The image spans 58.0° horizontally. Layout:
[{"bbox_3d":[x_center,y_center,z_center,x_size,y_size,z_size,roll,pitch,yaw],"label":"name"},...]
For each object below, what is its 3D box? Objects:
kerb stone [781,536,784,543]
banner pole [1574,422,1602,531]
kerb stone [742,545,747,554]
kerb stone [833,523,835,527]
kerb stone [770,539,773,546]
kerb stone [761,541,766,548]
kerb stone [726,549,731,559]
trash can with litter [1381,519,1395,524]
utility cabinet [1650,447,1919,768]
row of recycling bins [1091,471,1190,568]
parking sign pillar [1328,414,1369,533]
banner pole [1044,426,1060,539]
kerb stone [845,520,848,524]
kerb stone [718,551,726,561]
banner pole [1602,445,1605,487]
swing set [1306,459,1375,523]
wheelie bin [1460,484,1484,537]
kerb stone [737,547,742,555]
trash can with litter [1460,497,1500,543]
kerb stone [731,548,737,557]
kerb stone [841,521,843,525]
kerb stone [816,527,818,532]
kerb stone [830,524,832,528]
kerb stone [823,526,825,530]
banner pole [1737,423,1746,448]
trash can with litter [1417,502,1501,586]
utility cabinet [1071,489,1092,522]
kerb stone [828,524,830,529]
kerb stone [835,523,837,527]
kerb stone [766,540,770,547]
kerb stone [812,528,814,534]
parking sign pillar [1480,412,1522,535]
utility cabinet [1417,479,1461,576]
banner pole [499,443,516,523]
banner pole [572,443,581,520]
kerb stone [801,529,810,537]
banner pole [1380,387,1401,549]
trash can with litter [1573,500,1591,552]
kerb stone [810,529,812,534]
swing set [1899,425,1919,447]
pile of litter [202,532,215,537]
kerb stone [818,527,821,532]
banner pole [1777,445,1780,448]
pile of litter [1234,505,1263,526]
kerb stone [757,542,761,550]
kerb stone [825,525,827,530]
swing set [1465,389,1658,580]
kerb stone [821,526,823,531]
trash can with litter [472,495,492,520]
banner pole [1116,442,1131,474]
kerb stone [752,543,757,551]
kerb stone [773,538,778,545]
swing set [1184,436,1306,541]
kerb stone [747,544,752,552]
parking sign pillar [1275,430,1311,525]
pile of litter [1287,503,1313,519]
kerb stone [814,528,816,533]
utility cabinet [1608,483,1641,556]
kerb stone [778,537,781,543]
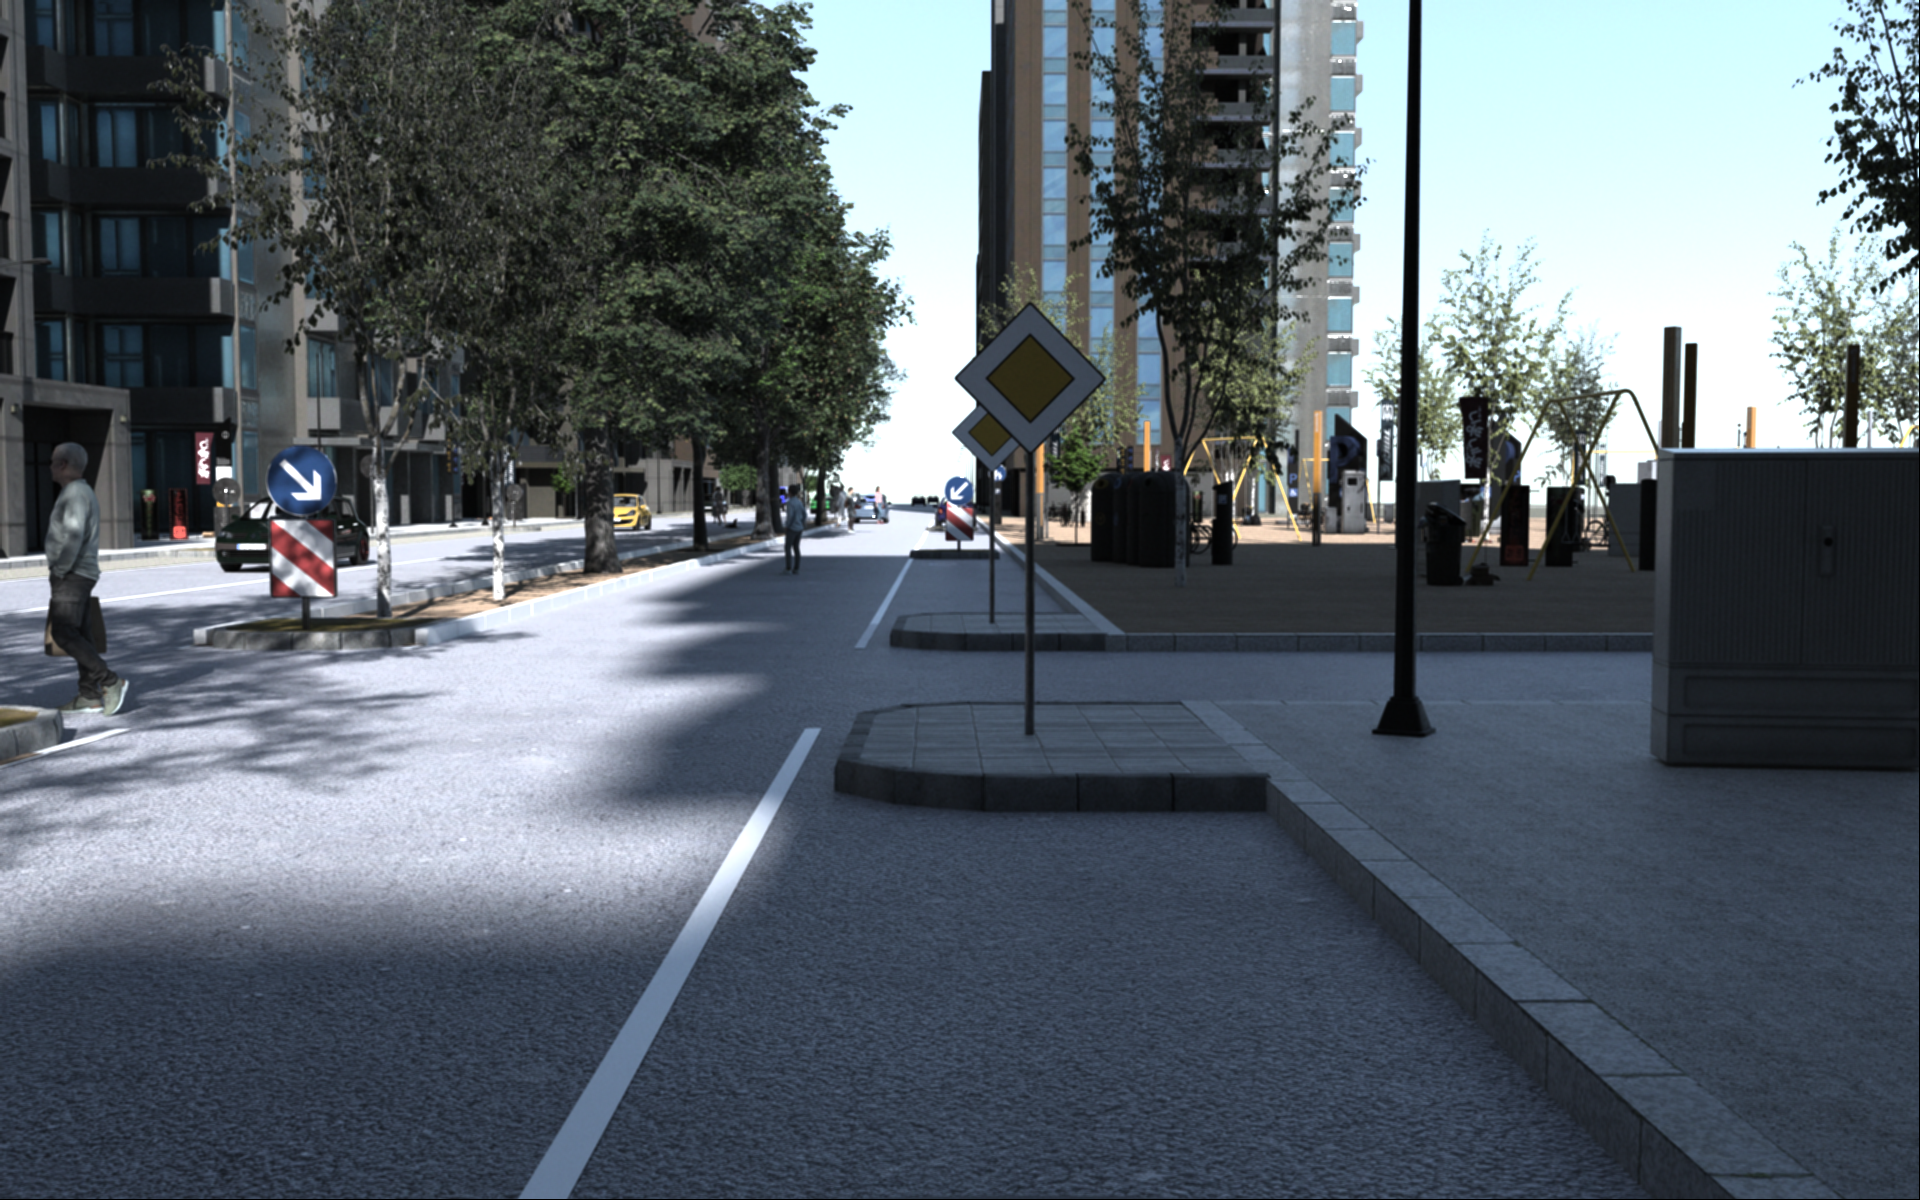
[{"bbox_3d":[-5.331,-1.742,50.706,0.120,0.150,1.000,0,4,0],"label":"kerb stone"},{"bbox_3d":[21.732,-4.301,60.336,0.401,3.779,0.863,-2,4,-35],"label":"banner pole"},{"bbox_3d":[-5.269,-1.174,41.471,0.120,0.150,1.000,0,4,0],"label":"kerb stone"},{"bbox_3d":[-5.479,-3.123,73.281,0.120,0.150,1.000,0,4,0],"label":"kerb stone"},{"bbox_3d":[-5.313,-1.550,47.632,0.120,0.150,1.000,0,4,0],"label":"kerb stone"},{"bbox_3d":[-5.294,-1.430,45.575,0.120,0.150,1.000,0,4,0],"label":"kerb stone"},{"bbox_3d":[-5.251,-0.990,38.405,0.120,0.150,1.000,0,4,0],"label":"kerb stone"},{"bbox_3d":[18.647,-3.858,74.133,1.678,1.210,2.233,1,4,21],"label":"trash can with litter"},{"bbox_3d":[3.913,0.033,8.138,1.173,1.500,0.318,0,4,8],"label":"utility cabinet"},{"bbox_3d":[3.307,-1.508,31.766,1.069,1.692,3.534,-1,4,-14],"label":"row of recycling bins"},{"bbox_3d":[12.914,-4.233,57.681,1.447,3.967,1.447,-3,4,-37],"label":"parking sign pillar"},{"bbox_3d":[2.609,-3.620,49.204,0.401,3.779,0.863,-2,4,-33],"label":"banner pole"},{"bbox_3d":[-5.561,-3.748,83.542,0.120,0.150,1.000,0,4,0],"label":"kerb stone"},{"bbox_3d":[-5.241,-0.924,37.383,0.120,0.150,1.000,0,4,0],"label":"kerb stone"},{"bbox_3d":[28.373,-5.308,76.808,0.863,3.779,0.401,-3,4,-39],"label":"banner pole"},{"bbox_3d":[16.584,-4.896,77.662,3.119,2.851,2.862,-1,4,-12],"label":"swing set"},{"bbox_3d":[15.291,-2.691,51.900,0.980,1.594,0.693,0,3,0],"label":"wheelie bin"},{"bbox_3d":[-5.265,-1.114,40.449,0.120,0.150,1.000,0,4,0],"label":"kerb stone"},{"bbox_3d":[13.650,-2.116,45.656,2.233,1.210,1.678,0,4,-7],"label":"trash can with litter"},{"bbox_3d":[-5.259,-1.054,39.427,0.120,0.150,1.000,0,4,0],"label":"kerb stone"},{"bbox_3d":[-5.510,-3.436,78.411,0.120,0.150,1.000,0,4,0],"label":"kerb stone"},{"bbox_3d":[-5.429,-2.558,64.022,0.120,0.150,1.000,0,4,0],"label":"kerb stone"},{"bbox_3d":[-5.470,-2.994,71.224,0.120,0.150,1.000,0,4,0],"label":"kerb stone"},{"bbox_3d":[-5.443,-2.747,67.112,0.120,0.150,1.000,0,4,0],"label":"kerb stone"},{"bbox_3d":[27.787,-4.365,61.383,0.863,3.779,0.401,0,4,-7],"label":"banner pole"},{"bbox_3d":[7.030,-0.797,24.422,1.055,1.170,0.624,0,4,-8],"label":"trash can with litter"},{"bbox_3d":[5.575,-4.324,79.374,0.318,1.500,1.173,-3,4,-36],"label":"utility cabinet"},{"bbox_3d":[-5.457,-2.936,70.199,0.120,0.150,1.000,0,4,0],"label":"kerb stone"},{"bbox_3d":[-5.491,-3.182,74.306,0.120,0.150,1.000,0,4,0],"label":"kerb stone"},{"bbox_3d":[-5.300,-1.493,46.608,0.120,0.150,1.000,0,4,0],"label":"kerb stone"},{"bbox_3d":[-5.404,-2.433,61.967,0.120,0.150,1.000,0,4,0],"label":"kerb stone"},{"bbox_3d":[16.974,-4.080,55.186,1.447,3.967,1.447,2,4,35],"label":"parking sign pillar"},{"bbox_3d":[7.328,-1.099,26.642,0.318,1.500,1.173,0,4,-4],"label":"utility cabinet"},{"bbox_3d":[-19.814,-5.255,75.928,0.401,3.779,0.863,3,5,42],"label":"banner pole"},{"bbox_3d":[-19.036,-5.856,85.764,0.401,3.779,0.863,-1,4,-18],"label":"banner pole"},{"bbox_3d":[-5.391,-2.304,59.917,0.120,0.150,1.000,0,4,0],"label":"kerb stone"},{"bbox_3d":[10.097,-3.090,40.544,0.863,3.779,0.401,-2,4,-35],"label":"banner pole"},{"bbox_3d":[13.654,-1.664,38.600,0.624,1.170,1.055,3,5,40],"label":"trash can with litter"},{"bbox_3d":[-5.394,-2.370,60.944,0.120,0.150,1.000,0,4,0],"label":"kerb stone"},{"bbox_3d":[21.614,-2.479,38.152,2.862,2.851,3.119,0,4,4],"label":"swing set"},{"bbox_3d":[-21.840,-2.283,51.295,1.176,0.858,1.719,-2,4,-26],"label":"pile of litter"},{"bbox_3d":[-5.423,-2.621,65.044,0.120,0.150,1.000,0,4,0],"label":"kerb stone"},{"bbox_3d":[41.771,-6.057,89.046,0.863,3.779,0.401,2,4,29],"label":"banner pole"},{"bbox_3d":[11.508,-3.448,70.334,1.719,0.858,1.176,0,4,-5],"label":"pile of litter"},{"bbox_3d":[-5.293,-1.367,44.549,0.120,0.150,1.000,0,4,0],"label":"kerb stone"},{"bbox_3d":[-5.447,-2.805,68.151,0.120,0.150,1.000,0,4,0],"label":"kerb stone"},{"bbox_3d":[9.814,-1.798,27.025,2.862,2.851,3.119,0,4,-2],"label":"swing set"},{"bbox_3d":[-5.433,-2.684,66.074,0.120,0.150,1.000,0,4,0],"label":"kerb stone"},{"bbox_3d":[-24.009,-4.701,87.920,1.678,1.210,2.233,-2,4,-34],"label":"trash can with litter"},{"bbox_3d":[7.907,-5.698,83.174,0.863,3.779,0.401,1,4,20],"label":"banner pole"},{"bbox_3d":[-5.284,-1.302,43.527,0.120,0.150,1.000,0,4,0],"label":"kerb stone"},{"bbox_3d":[-5.304,-1.618,48.654,0.120,0.150,1.000,0,4,0],"label":"kerb stone"},{"bbox_3d":[7.421,-3.096,48.244,2.862,2.851,3.119,-2,4,-27],"label":"swing set"},{"bbox_3d":[-5.274,-1.239,42.505,0.120,0.150,1.000,0,4,0],"label":"kerb stone"},{"bbox_3d":[13.866,-5.111,72.030,1.447,3.967,1.447,1,4,11],"label":"parking sign pillar"},{"bbox_3d":[17.849,-4.632,89.706,1.719,0.858,1.176,3,4,36],"label":"pile of litter"},{"bbox_3d":[-5.417,-2.496,62.997,0.120,0.150,1.000,0,4,0],"label":"kerb stone"},{"bbox_3d":[13.990,-1.649,35.636,1.173,1.500,0.318,2,4,28],"label":"utility cabinet"},{"bbox_3d":[-5.320,-1.676,49.677,0.120,0.150,1.000,0,4,0],"label":"kerb stone"}]
